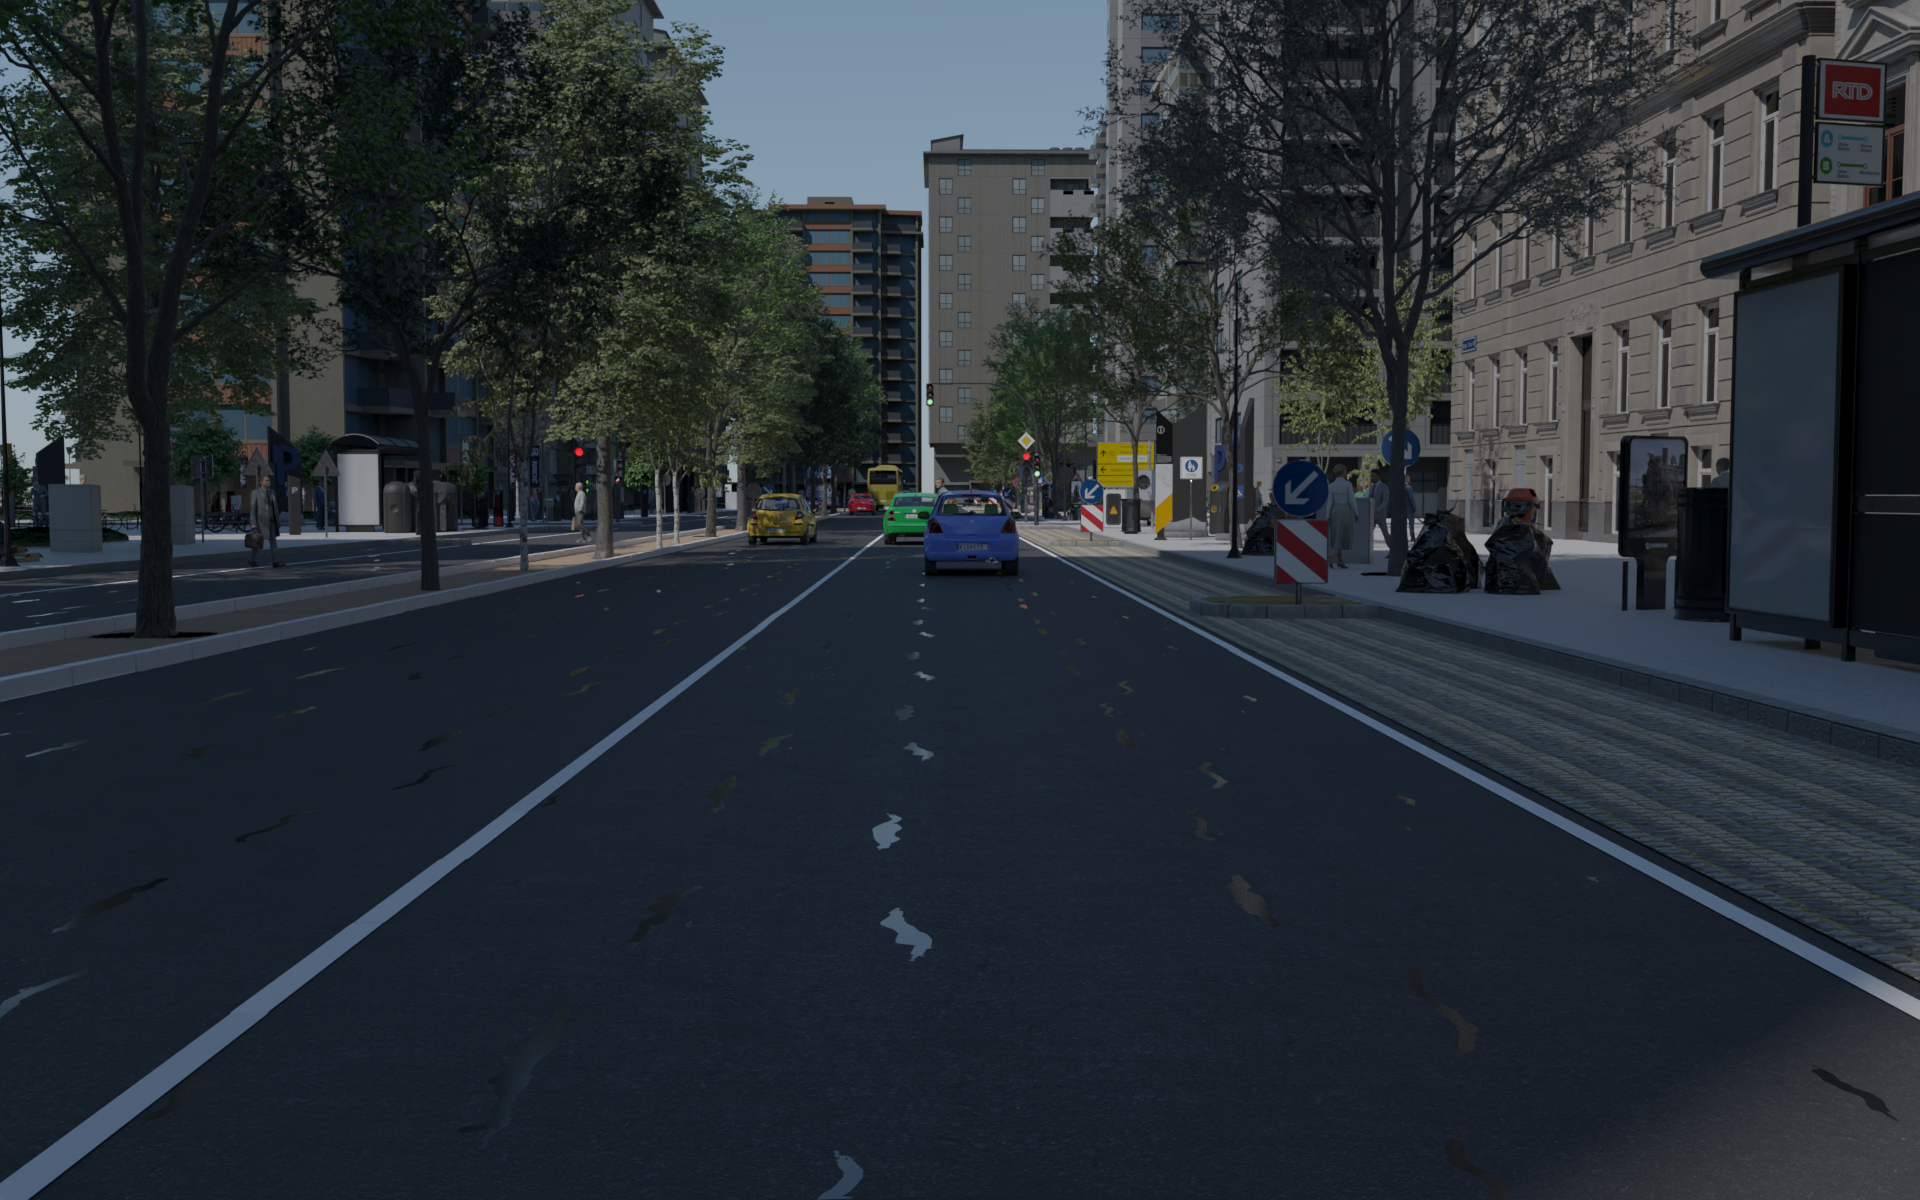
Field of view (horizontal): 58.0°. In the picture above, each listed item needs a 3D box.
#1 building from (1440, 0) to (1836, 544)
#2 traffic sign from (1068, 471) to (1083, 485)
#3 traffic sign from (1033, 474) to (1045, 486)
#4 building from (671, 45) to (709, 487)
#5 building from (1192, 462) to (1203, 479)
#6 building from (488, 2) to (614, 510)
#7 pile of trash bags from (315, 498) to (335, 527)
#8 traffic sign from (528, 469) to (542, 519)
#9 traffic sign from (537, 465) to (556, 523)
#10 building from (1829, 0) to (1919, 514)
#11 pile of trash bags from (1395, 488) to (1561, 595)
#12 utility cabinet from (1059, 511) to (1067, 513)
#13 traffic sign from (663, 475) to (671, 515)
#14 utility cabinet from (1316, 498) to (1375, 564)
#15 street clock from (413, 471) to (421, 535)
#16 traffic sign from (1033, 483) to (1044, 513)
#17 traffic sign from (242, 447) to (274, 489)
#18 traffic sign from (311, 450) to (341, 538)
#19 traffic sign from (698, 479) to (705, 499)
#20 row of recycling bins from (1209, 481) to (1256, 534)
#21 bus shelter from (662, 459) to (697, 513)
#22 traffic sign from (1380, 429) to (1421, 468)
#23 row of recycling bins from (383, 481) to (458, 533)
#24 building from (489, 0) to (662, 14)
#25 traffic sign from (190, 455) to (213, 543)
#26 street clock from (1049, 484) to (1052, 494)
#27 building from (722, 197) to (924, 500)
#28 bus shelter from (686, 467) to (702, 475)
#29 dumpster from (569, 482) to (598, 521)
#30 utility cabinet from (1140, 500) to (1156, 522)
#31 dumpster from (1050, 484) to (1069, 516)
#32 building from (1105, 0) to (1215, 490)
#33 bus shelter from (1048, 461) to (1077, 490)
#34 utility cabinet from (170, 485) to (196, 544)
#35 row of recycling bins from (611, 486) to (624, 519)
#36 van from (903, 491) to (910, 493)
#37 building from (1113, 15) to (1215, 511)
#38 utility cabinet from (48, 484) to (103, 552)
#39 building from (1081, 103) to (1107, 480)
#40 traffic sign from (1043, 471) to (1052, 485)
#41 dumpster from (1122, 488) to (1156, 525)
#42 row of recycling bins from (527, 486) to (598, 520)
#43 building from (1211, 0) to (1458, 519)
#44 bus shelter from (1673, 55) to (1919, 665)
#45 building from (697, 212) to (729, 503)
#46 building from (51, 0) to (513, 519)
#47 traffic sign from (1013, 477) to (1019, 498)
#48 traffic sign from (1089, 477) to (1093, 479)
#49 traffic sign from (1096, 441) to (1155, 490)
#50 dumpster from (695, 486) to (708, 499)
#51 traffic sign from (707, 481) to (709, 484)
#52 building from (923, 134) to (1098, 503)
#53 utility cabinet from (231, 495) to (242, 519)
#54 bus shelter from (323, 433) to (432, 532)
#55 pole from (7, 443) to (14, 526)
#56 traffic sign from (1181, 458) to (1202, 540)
[{"bbox_3d":[22.596,-15.268,46.892,12.463,27.353,25.104,0,4,-1],"label":"building"},{"bbox_3d":[6.592,-6.015,98.349,0.884,2.594,0.081,0,4,8],"label":"traffic sign"},{"bbox_3d":[4.766,-6.430,105.237,0.768,2.556,0.104,0,4,2],"label":"traffic sign"},{"bbox_3d":[-44.828,-37.537,202.962,27.495,52.752,28.713,0,4,-1],"label":"building"},{"bbox_3d":[36.684,-41.146,261.969,27.495,52.752,28.713,0,4,-1],"label":"building"},{"bbox_3d":[-36.426,-28.018,141.687,14.154,41.232,14.086,0,4,-1],"label":"building"},{"bbox_3d":[-24.686,-3.658,69.560,1.912,1.369,3.447,-1,4,-8],"label":"pile of trash bags"},{"bbox_3d":[-20.305,-5.042,82.545,0.768,2.556,0.104,0,4,0],"label":"traffic sign"},{"bbox_3d":[-18.495,-4.741,77.522,0.884,2.594,0.081,0,4,4],"label":"traffic sign"},{"bbox_3d":[22.073,-11.468,23.663,11.583,22.565,21.152,0,4,-1],"label":"building"},{"bbox_3d":[7.251,-0.844,23.558,1.912,1.369,3.447,2,4,32],"label":"pile of trash bags"},{"bbox_3d":[7.240,-6.626,117.016,1.173,1.500,0.318,2,4,31],"label":"utility cabinet"},{"bbox_3d":[-17.716,-6.348,103.897,0.768,2.556,0.104,0,4,5],"label":"traffic sign"},{"bbox_3d":[7.127,-1.279,32.070,1.020,1.237,0.306,2,4,29],"label":"utility cabinet"},{"bbox_3d":[-16.818,-3.012,53.820,0.358,2.002,0.471,-2,4,-30],"label":"street clock"},{"bbox_3d":[5.406,-7.235,118.301,0.884,2.594,0.081,0,4,3],"label":"traffic sign"},{"bbox_3d":[-19.540,-2.947,48.188,0.884,2.594,0.081,0,4,0],"label":"traffic sign"},{"bbox_3d":[-18.563,-3.100,50.692,0.884,2.594,0.081,0,4,2],"label":"traffic sign"},{"bbox_3d":[-21.002,-8.619,141.019,0.768,2.556,0.104,0,4,1],"label":"traffic sign"},{"bbox_3d":[8.498,-2.857,53.828,1.069,1.692,3.534,0,4,-2],"label":"row of recycling bins"},{"bbox_3d":[-19.277,-7.864,119.851,1.731,3.624,6.357,0,4,-1],"label":"bus shelter"},{"bbox_3d":[8.519,-2.047,33.568,0.768,2.556,0.104,0,4,5],"label":"traffic sign"},{"bbox_3d":[-18.034,-3.123,58.179,1.069,1.692,3.534,1,4,17],"label":"row of recycling bins"},{"bbox_3d":[-44.370,-35.296,166.330,28.713,52.752,27.495,0,4,-1],"label":"building"},{"bbox_3d":[-19.919,-2.654,45.515,0.606,2.300,0.079,0,4,5],"label":"traffic sign"},{"bbox_3d":[6.070,-7.010,119.176,0.471,2.002,0.358,-2,4,-24],"label":"street clock"},{"bbox_3d":[-19.817,-36.880,257.615,28.867,44.769,22.147,0,4,-1],"label":"building"},{"bbox_3d":[-20.130,-8.214,128.222,2.014,3.302,5.546,0,4,-1],"label":"bus shelter"},{"bbox_3d":[-18.044,-4.747,83.367,1.264,1.857,1.865,0,4,-1],"label":"dumpster"},{"bbox_3d":[8.756,-4.264,78.392,1.173,1.500,0.318,-1,4,-18],"label":"utility cabinet"},{"bbox_3d":[5.998,-5.928,102.676,1.264,1.857,1.865,0,4,-1],"label":"dumpster"},{"bbox_3d":[25.186,-38.639,173.739,21.231,58.520,28.212,0,4,-1],"label":"building"},{"bbox_3d":[7.354,-8.153,124.578,1.731,3.624,6.357,0,4,-1],"label":"bus shelter"},{"bbox_3d":[-19.988,-2.169,44.142,1.173,1.500,0.318,2,4,32],"label":"utility cabinet"},{"bbox_3d":[-18.880,-4.976,88.462,3.534,1.692,1.069,0,4,5],"label":"row of recycling bins"},{"bbox_3d":[-6.602,-12.185,206.235,2.013,2.044,4.112,0,4,-1],"label":"van"},{"bbox_3d":[28.733,-27.226,137.030,32.217,40.220,23.993,0,4,-1],"label":"building"},{"bbox_3d":[-19.578,-1.815,38.351,1.173,1.500,0.318,1,4,18],"label":"utility cabinet"},{"bbox_3d":[26.835,-35.702,203.332,23.786,49.044,30.456,0,4,-1],"label":"building"},{"bbox_3d":[5.162,-6.084,99.201,0.795,2.593,0.064,1,4,9],"label":"traffic sign"},{"bbox_3d":[7.244,-3.928,69.985,1.264,1.857,1.865,0,4,-1],"label":"dumpster"},{"bbox_3d":[-19.807,-4.832,86.120,3.534,1.692,1.069,-1,4,-8],"label":"row of recycling bins"},{"bbox_3d":[26.227,-40.327,97.604,20.611,71.187,20.563,0,4,-1],"label":"building"},{"bbox_3d":[7.564,-2.200,13.599,2.179,5.291,8.768,0,4,-1],"label":"bus shelter"},{"bbox_3d":[-41.808,-36.925,253.836,14.200,45.320,14.600,0,4,-1],"label":"building"},{"bbox_3d":[-39.399,-27.351,101.814,22.147,44.769,28.867,0,4,-1],"label":"building"},{"bbox_3d":[4.403,-8.010,131.073,0.768,2.556,0.104,0,4,2],"label":"traffic sign"},{"bbox_3d":[7.956,-6.179,103.163,0.606,2.300,0.079,0,4,8],"label":"traffic sign"},{"bbox_3d":[6.409,-4.474,67.022,2.265,3.308,0.079,1,4,9],"label":"traffic sign"},{"bbox_3d":[-21.656,-8.693,144.625,1.502,2.255,1.985,0,4,-1],"label":"dumpster"},{"bbox_3d":[-20.485,-8.639,141.361,0.768,2.556,0.104,0,4,5],"label":"traffic sign"},{"bbox_3d":[8.307,-41.132,261.739,27.495,52.752,28.713,0,4,-1],"label":"building"},{"bbox_3d":[-33.404,-4.207,79.950,0.306,1.237,1.020,-1,4,-13],"label":"utility cabinet"},{"bbox_3d":[-20.210,-4.070,60.470,2.014,3.302,5.546,0,4,-1],"label":"bus shelter"},{"bbox_3d":[-38.024,-4.620,69.378,0.158,3.312,0.155,0,3,0],"label":"pole"},{"bbox_3d":[6.398,-2.802,47.936,0.606,2.300,0.079,0,4,2],"label":"traffic sign"}]
